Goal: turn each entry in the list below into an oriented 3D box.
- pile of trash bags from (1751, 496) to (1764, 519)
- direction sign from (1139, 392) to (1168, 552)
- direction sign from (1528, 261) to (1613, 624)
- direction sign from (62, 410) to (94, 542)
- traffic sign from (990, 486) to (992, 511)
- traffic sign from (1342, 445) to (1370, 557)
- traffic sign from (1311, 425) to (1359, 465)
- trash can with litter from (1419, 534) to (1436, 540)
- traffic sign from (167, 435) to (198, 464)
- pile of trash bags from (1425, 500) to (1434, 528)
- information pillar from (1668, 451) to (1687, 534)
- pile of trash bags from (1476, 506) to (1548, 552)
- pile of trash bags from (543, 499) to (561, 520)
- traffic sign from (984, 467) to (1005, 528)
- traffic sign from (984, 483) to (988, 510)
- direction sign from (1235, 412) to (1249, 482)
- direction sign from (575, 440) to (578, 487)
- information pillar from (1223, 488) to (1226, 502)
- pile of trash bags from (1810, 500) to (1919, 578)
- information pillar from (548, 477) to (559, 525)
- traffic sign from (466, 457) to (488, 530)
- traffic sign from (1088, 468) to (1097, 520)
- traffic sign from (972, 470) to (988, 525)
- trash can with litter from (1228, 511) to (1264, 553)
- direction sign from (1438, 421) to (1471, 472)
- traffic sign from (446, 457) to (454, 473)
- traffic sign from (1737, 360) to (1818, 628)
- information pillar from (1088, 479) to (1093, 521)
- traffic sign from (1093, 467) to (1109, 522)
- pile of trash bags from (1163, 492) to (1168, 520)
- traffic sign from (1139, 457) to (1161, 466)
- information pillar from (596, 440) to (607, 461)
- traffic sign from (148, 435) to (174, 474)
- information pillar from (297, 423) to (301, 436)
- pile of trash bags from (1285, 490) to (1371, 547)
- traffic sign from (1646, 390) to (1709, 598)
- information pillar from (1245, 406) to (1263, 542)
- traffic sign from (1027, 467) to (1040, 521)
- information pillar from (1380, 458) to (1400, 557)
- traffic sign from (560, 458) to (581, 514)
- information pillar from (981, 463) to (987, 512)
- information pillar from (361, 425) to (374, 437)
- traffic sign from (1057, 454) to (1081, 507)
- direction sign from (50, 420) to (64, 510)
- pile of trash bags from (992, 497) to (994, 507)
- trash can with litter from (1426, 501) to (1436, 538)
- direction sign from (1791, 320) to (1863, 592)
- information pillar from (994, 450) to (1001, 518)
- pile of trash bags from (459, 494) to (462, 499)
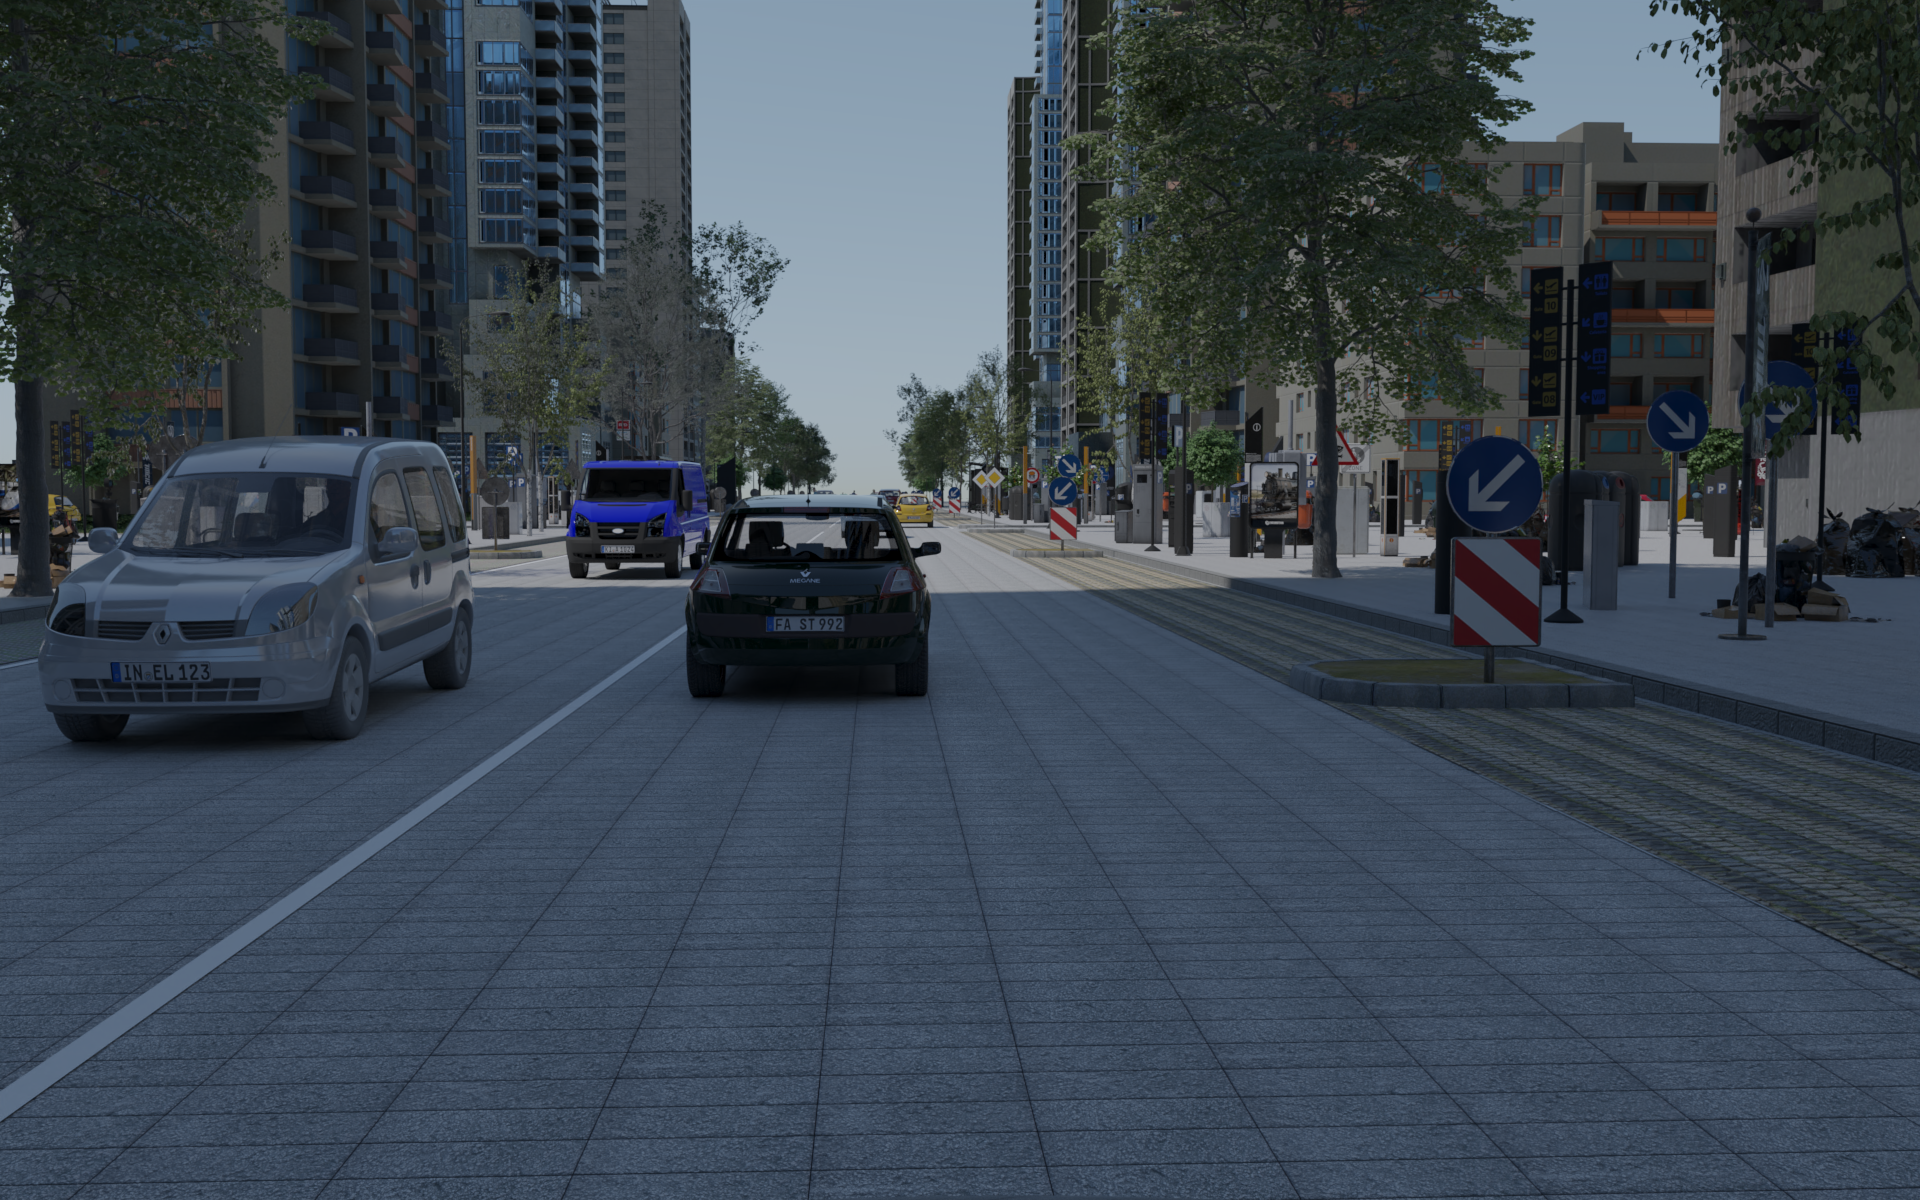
[{"bbox_3d":[38.005,-4.472,82.877,3.447,1.369,1.912,1,4,21],"label":"pile of trash bags"},{"bbox_3d":[4.315,-2.857,38.713,0.876,3.537,0.379,-3,4,-39],"label":"direction sign"},{"bbox_3d":[6.045,-1.544,17.236,0.379,3.537,0.876,-3,5,-39],"label":"direction sign"},{"bbox_3d":[-23.734,-3.357,46.889,0.379,3.537,0.876,1,4,9],"label":"direction sign"},{"bbox_3d":[2.215,-7.614,124.591,0.768,2.556,0.104,0,4,-1],"label":"traffic sign"},{"bbox_3d":[7.985,-2.012,35.031,0.606,2.300,0.079,0,4,0],"label":"traffic sign"},{"bbox_3d":[6.944,-1.965,32.124,0.884,2.594,0.081,0,4,1],"label":"traffic sign"},{"bbox_3d":[13.803,-2.271,48.185,1.678,1.210,2.233,-2,4,-31],"label":"trash can with litter"},{"bbox_3d":[-16.618,-2.266,37.155,0.768,2.556,0.104,0,4,-1],"label":"traffic sign"},{"bbox_3d":[18.352,-3.160,61.416,3.447,1.369,1.912,0,4,-3],"label":"pile of trash bags"},{"bbox_3d":[22.970,-3.916,55.380,0.504,3.616,0.183,0,4,3],"label":"information pillar"},{"bbox_3d":[13.219,-1.771,38.716,3.447,1.369,1.912,-1,4,-9],"label":"pile of trash bags"},{"bbox_3d":[-19.588,-4.696,86.530,1.912,1.369,3.447,1,4,15],"label":"pile of trash bags"},{"bbox_3d":[1.283,-3.723,64.515,0.795,2.450,0.064,0,4,-3],"label":"traffic sign"},{"bbox_3d":[1.802,-7.595,124.185,0.884,2.594,0.081,0,4,5],"label":"traffic sign"},{"bbox_3d":[7.949,-3.432,48.107,0.379,3.537,0.876,1,4,14],"label":"direction sign"},{"bbox_3d":[-16.120,-4.951,72.944,0.379,3.537,0.876,-1,4,-18],"label":"direction sign"},{"bbox_3d":[12.889,-5.690,84.380,0.183,3.616,0.504,1,4,11],"label":"information pillar"},{"bbox_3d":[15.269,-1.060,27.077,3.447,1.369,1.912,0,4,7],"label":"pile of trash bags"},{"bbox_3d":[-17.112,-4.185,72.911,0.304,2.012,0.304,2,4,30],"label":"information pillar"},{"bbox_3d":[-17.059,-3.756,61.410,0.884,2.594,0.081,0,4,2],"label":"traffic sign"},{"bbox_3d":[6.477,-5.155,84.383,0.768,2.556,0.104,0,4,-2],"label":"traffic sign"},{"bbox_3d":[0.903,-4.211,72.491,0.795,2.450,0.064,0,4,-3],"label":"traffic sign"},{"bbox_3d":[6.429,-1.618,37.848,1.055,1.170,0.624,-1,4,-22],"label":"trash can with litter"},{"bbox_3d":[15.385,-3.778,53.761,0.876,3.537,0.379,1,4,22],"label":"direction sign"},{"bbox_3d":[-17.417,-3.558,58.284,0.768,2.556,0.104,0,4,6],"label":"traffic sign"},{"bbox_3d":[7.789,-1.008,16.595,0.768,2.556,0.104,0,4,0],"label":"traffic sign"},{"bbox_3d":[6.066,-4.696,81.264,0.304,2.012,0.304,0,4,7],"label":"information pillar"},{"bbox_3d":[6.506,-4.902,80.249,0.768,2.556,0.104,0,4,3],"label":"traffic sign"},{"bbox_3d":[9.902,-4.692,86.459,1.912,1.369,3.447,-1,4,-10],"label":"pile of trash bags"},{"bbox_3d":[6.253,-3.489,57.150,0.768,2.556,0.104,0,4,5],"label":"traffic sign"},{"bbox_3d":[-15.556,-5.122,75.098,0.504,3.616,0.183,1,4,9],"label":"information pillar"},{"bbox_3d":[-17.145,-2.278,37.355,0.768,2.556,0.104,0,4,7],"label":"traffic sign"},{"bbox_3d":[-21.825,-4.031,57.268,0.183,3.616,0.504,-2,4,-26],"label":"information pillar"},{"bbox_3d":[8.918,-2.044,43.174,1.912,1.369,3.447,2,4,24],"label":"pile of trash bags"},{"bbox_3d":[8.772,-1.294,21.260,0.768,2.556,0.104,0,4,0],"label":"traffic sign"},{"bbox_3d":[7.891,-3.369,46.441,0.504,3.616,0.183,2,4,30],"label":"information pillar"},{"bbox_3d":[3.411,-5.023,82.225,0.768,2.556,0.104,0,4,-1],"label":"traffic sign"},{"bbox_3d":[8.825,-1.900,35.562,0.304,2.012,0.304,0,4,-4],"label":"information pillar"},{"bbox_3d":[-14.071,-3.842,62.825,0.884,2.594,0.081,0,4,-2],"label":"traffic sign"},{"bbox_3d":[1.786,-8.238,126.048,0.504,3.616,0.183,-2,4,-32],"label":"information pillar"},{"bbox_3d":[-20.263,-4.158,59.345,0.504,3.616,0.183,-3,5,-42],"label":"information pillar"},{"bbox_3d":[3.473,-3.365,55.127,0.768,2.556,0.104,0,4,-1],"label":"traffic sign"},{"bbox_3d":[-27.882,-3.777,53.751,0.379,3.537,0.876,1,4,10],"label":"direction sign"},{"bbox_3d":[2.779,-7.863,138.309,3.447,1.369,1.912,0,4,-6],"label":"pile of trash bags"},{"bbox_3d":[14.249,-2.447,51.402,0.624,1.170,1.055,3,4,36],"label":"trash can with litter"},{"bbox_3d":[11.377,-1.886,22.828,0.379,3.537,0.876,-3,5,-44],"label":"direction sign"},{"bbox_3d":[1.998,-6.210,92.894,0.183,3.616,0.504,3,4,38],"label":"information pillar"},{"bbox_3d":[-26.433,-4.679,86.254,3.447,1.369,1.912,1,4,12],"label":"pile of trash bags"}]
